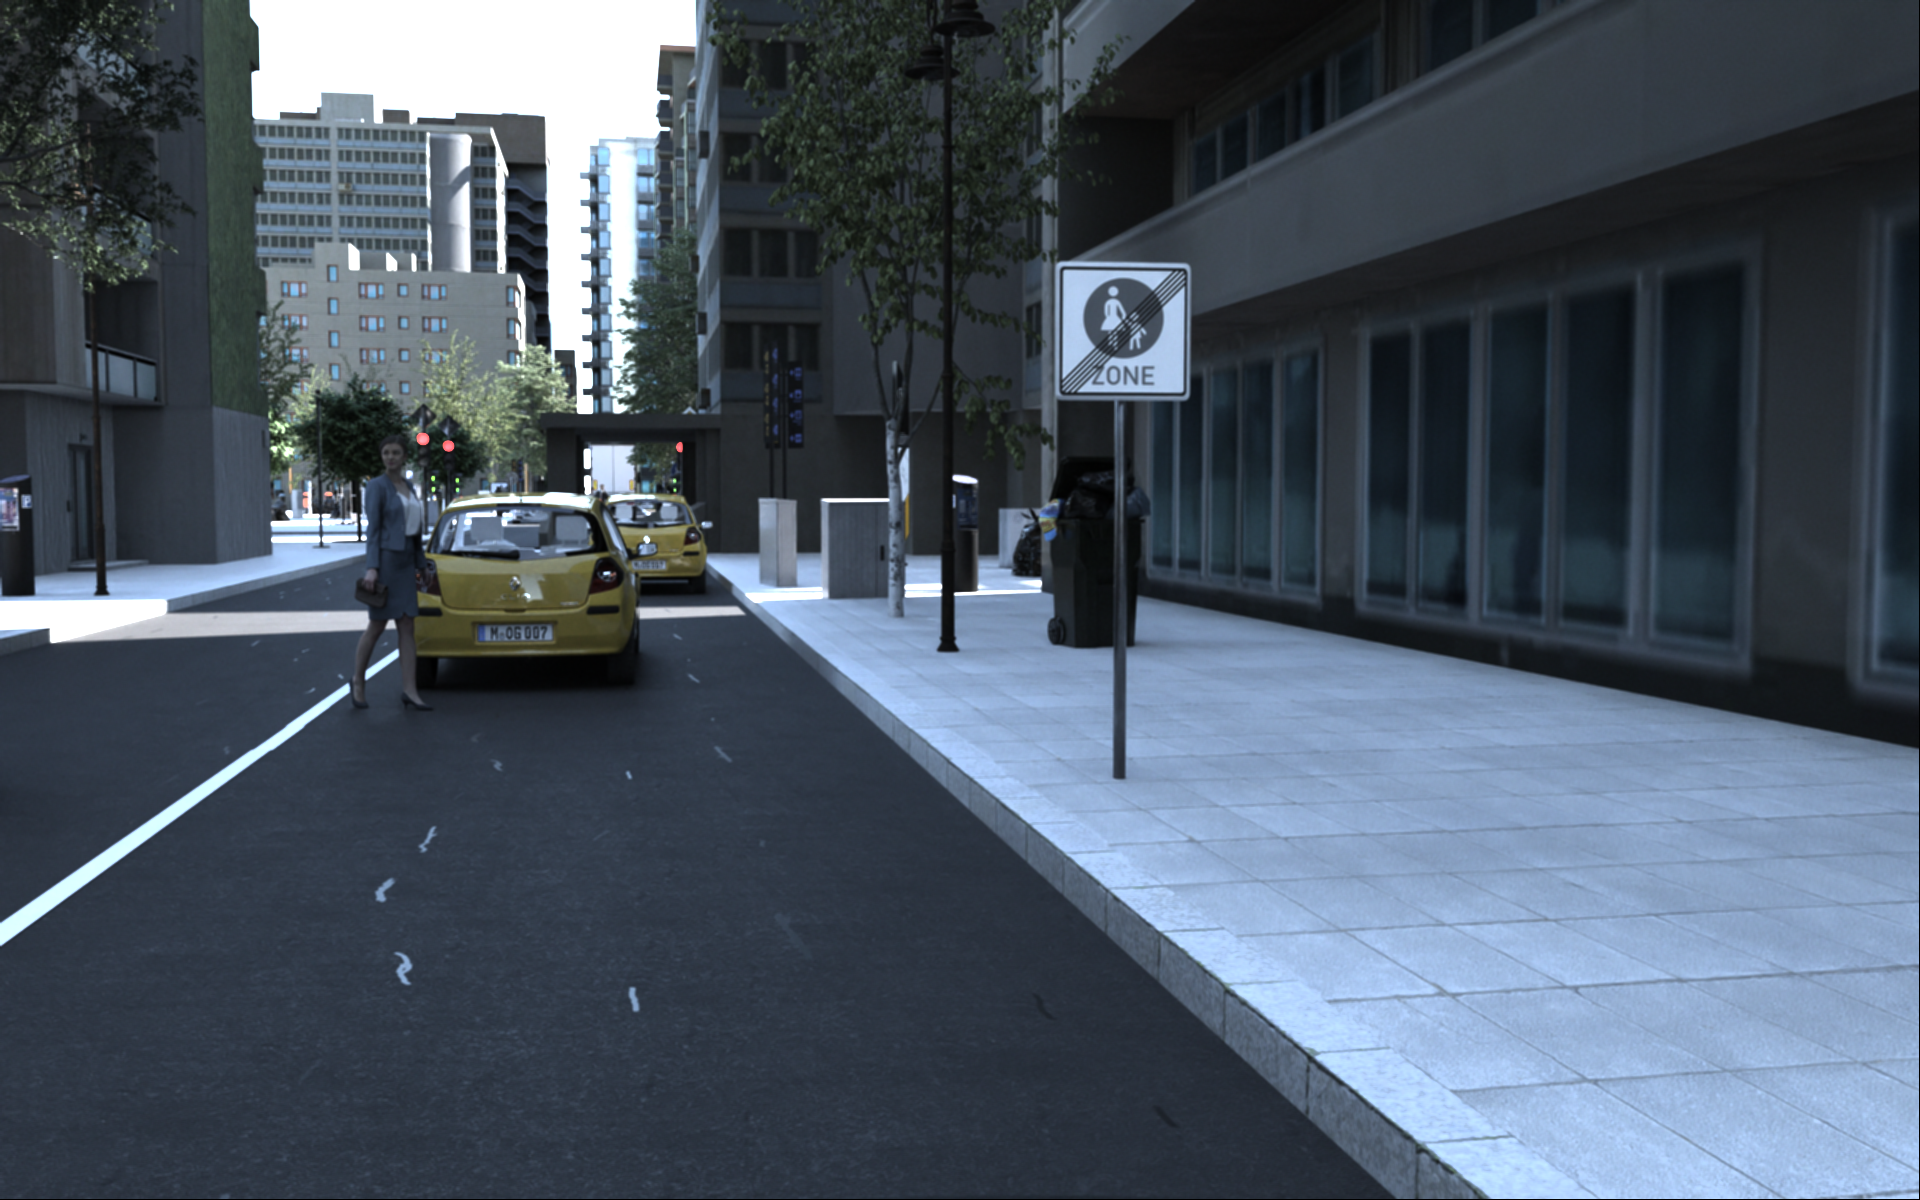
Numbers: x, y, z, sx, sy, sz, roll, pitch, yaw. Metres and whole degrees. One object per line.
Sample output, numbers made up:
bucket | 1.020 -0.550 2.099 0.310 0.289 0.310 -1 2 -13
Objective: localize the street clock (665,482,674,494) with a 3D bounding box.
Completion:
street clock | -17.050 -5.945 101.772 0.471 2.002 0.358 -2 4 -35

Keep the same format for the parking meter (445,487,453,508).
parking meter | -22.052 -4.222 74.733 0.255 1.863 0.399 0 4 3

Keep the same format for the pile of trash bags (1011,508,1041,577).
pile of trash bags | 2.631 -1.068 27.207 3.447 1.369 1.912 -1 4 -21

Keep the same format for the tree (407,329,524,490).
tree | -23.024 -7.823 78.276 4.737 8.622 4.395 0 3 0

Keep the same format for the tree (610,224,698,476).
tree | -10.877 -9.487 73.245 7.486 12.596 7.792 0 3 0

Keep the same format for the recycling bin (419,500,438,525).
recycling bin | -21.899 -3.575 71.013 0.722 1.027 0.722 2 4 31

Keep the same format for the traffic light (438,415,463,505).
traffic light | -18.117 -4.443 61.567 0.839 4.253 0.868 -1 4 -11

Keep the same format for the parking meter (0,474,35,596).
parking meter | -11.906 -0.822 21.855 0.372 1.533 0.369 0 3 0

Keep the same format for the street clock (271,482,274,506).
street clock | -37.737 -5.510 94.653 0.471 2.002 0.358 0 4 -8

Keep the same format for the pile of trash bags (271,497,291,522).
pile of trash bags | -32.663 -4.312 80.258 3.447 1.369 1.912 2 4 32

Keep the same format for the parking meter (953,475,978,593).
parking meter | 0.051 -0.867 22.593 0.372 1.533 0.369 0 3 0

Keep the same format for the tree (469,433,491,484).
tree | -20.266 -5.157 68.032 4.285 4.588 4.351 0 3 0

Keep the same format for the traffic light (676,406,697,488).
traffic light | -8.631 -4.059 55.290 0.839 4.253 0.868 -1 4 -11

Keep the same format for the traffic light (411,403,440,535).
traffic light | -16.590 -3.964 53.729 0.839 4.253 0.868 -1 4 -11

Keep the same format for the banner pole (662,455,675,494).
banner pole | -18.178 -7.252 108.582 0.863 3.779 0.401 2 4 31

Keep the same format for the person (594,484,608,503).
person | -17.347 -4.641 83.738 0.474 1.900 0.648 3 4 39

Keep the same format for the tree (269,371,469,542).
tree | -16.209 -3.841 46.509 4.285 4.588 4.351 0 3 0

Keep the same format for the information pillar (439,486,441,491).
information pillar | -26.872 -5.172 89.047 0.304 2.012 0.304 -2 4 -26

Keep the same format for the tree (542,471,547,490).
tree | -44.574 -12.676 190.973 4.285 4.588 4.351 0 3 0

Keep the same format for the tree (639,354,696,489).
tree | -13.883 -8.284 85.812 4.360 8.622 3.978 0 3 0

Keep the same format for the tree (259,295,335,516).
tree | -25.513 -6.872 62.724 4.737 8.622 4.395 0 3 0

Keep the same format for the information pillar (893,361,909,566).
information pillar | -1.059 -2.418 30.887 0.183 3.616 0.504 2 4 25

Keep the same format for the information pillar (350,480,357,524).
information pillar | -26.066 -4.284 74.543 0.304 2.012 0.304 -1 4 -23

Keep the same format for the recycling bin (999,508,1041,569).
recycling bin | 1.098 -1.072 30.075 0.722 1.027 0.722 -1 4 -12

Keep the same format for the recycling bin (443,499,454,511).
recycling bin | -25.523 -4.542 86.821 0.722 1.027 0.722 -2 4 -23

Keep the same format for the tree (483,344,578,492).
tree | -32.158 -13.014 130.913 7.486 12.596 7.792 0 3 0

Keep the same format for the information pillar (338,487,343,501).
information pillar | -45.139 -7.442 126.162 0.304 2.012 0.304 0 4 -7

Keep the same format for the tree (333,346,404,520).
tree | -29.858 -8.326 86.490 4.360 8.622 3.978 0 3 0

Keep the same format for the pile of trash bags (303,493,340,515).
pile of trash bags | -39.877 -5.974 107.434 1.912 1.369 3.447 0 4 4

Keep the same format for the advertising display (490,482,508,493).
advertising display | -25.234 -5.483 94.863 0.974 1.923 0.123 -2 4 -27

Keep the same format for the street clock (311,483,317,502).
street clock | -43.315 -6.815 116.000 0.471 2.002 0.358 0 4 5

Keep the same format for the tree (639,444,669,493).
tree | -19.625 -10.088 115.297 4.737 8.622 4.395 0 3 0

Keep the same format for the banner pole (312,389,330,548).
banner pole | -15.205 -3.129 41.179 0.401 3.779 0.863 -2 4 -25

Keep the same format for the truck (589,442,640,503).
truck | -19.296 -6.597 96.776 2.839 4.237 11.283 -1 4 -11

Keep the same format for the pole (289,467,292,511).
pole | -50.343 -8.347 130.322 0.158 3.312 0.155 0 3 0

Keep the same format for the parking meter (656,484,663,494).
parking meter | -17.990 -5.990 103.639 0.255 1.863 0.399 3 5 40

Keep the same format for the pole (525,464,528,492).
pole | -29.326 -7.544 117.193 0.158 3.312 0.155 0 3 0

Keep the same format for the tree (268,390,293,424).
tree | -47.016 -10.224 117.525 4.360 8.622 3.978 0 3 0

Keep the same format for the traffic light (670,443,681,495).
traffic light | -10.158 -4.539 63.128 0.839 4.253 0.868 -1 4 -11

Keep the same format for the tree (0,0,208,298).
tree | -10.293 -4.925 14.943 7.601 10.594 8.767 -1 4 -20

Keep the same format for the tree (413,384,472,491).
tree | -34.390 -10.112 115.691 4.360 8.622 3.978 0 3 0

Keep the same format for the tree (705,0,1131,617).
tree | -0.603 -4.112 17.602 4.737 8.622 4.395 0 3 0
